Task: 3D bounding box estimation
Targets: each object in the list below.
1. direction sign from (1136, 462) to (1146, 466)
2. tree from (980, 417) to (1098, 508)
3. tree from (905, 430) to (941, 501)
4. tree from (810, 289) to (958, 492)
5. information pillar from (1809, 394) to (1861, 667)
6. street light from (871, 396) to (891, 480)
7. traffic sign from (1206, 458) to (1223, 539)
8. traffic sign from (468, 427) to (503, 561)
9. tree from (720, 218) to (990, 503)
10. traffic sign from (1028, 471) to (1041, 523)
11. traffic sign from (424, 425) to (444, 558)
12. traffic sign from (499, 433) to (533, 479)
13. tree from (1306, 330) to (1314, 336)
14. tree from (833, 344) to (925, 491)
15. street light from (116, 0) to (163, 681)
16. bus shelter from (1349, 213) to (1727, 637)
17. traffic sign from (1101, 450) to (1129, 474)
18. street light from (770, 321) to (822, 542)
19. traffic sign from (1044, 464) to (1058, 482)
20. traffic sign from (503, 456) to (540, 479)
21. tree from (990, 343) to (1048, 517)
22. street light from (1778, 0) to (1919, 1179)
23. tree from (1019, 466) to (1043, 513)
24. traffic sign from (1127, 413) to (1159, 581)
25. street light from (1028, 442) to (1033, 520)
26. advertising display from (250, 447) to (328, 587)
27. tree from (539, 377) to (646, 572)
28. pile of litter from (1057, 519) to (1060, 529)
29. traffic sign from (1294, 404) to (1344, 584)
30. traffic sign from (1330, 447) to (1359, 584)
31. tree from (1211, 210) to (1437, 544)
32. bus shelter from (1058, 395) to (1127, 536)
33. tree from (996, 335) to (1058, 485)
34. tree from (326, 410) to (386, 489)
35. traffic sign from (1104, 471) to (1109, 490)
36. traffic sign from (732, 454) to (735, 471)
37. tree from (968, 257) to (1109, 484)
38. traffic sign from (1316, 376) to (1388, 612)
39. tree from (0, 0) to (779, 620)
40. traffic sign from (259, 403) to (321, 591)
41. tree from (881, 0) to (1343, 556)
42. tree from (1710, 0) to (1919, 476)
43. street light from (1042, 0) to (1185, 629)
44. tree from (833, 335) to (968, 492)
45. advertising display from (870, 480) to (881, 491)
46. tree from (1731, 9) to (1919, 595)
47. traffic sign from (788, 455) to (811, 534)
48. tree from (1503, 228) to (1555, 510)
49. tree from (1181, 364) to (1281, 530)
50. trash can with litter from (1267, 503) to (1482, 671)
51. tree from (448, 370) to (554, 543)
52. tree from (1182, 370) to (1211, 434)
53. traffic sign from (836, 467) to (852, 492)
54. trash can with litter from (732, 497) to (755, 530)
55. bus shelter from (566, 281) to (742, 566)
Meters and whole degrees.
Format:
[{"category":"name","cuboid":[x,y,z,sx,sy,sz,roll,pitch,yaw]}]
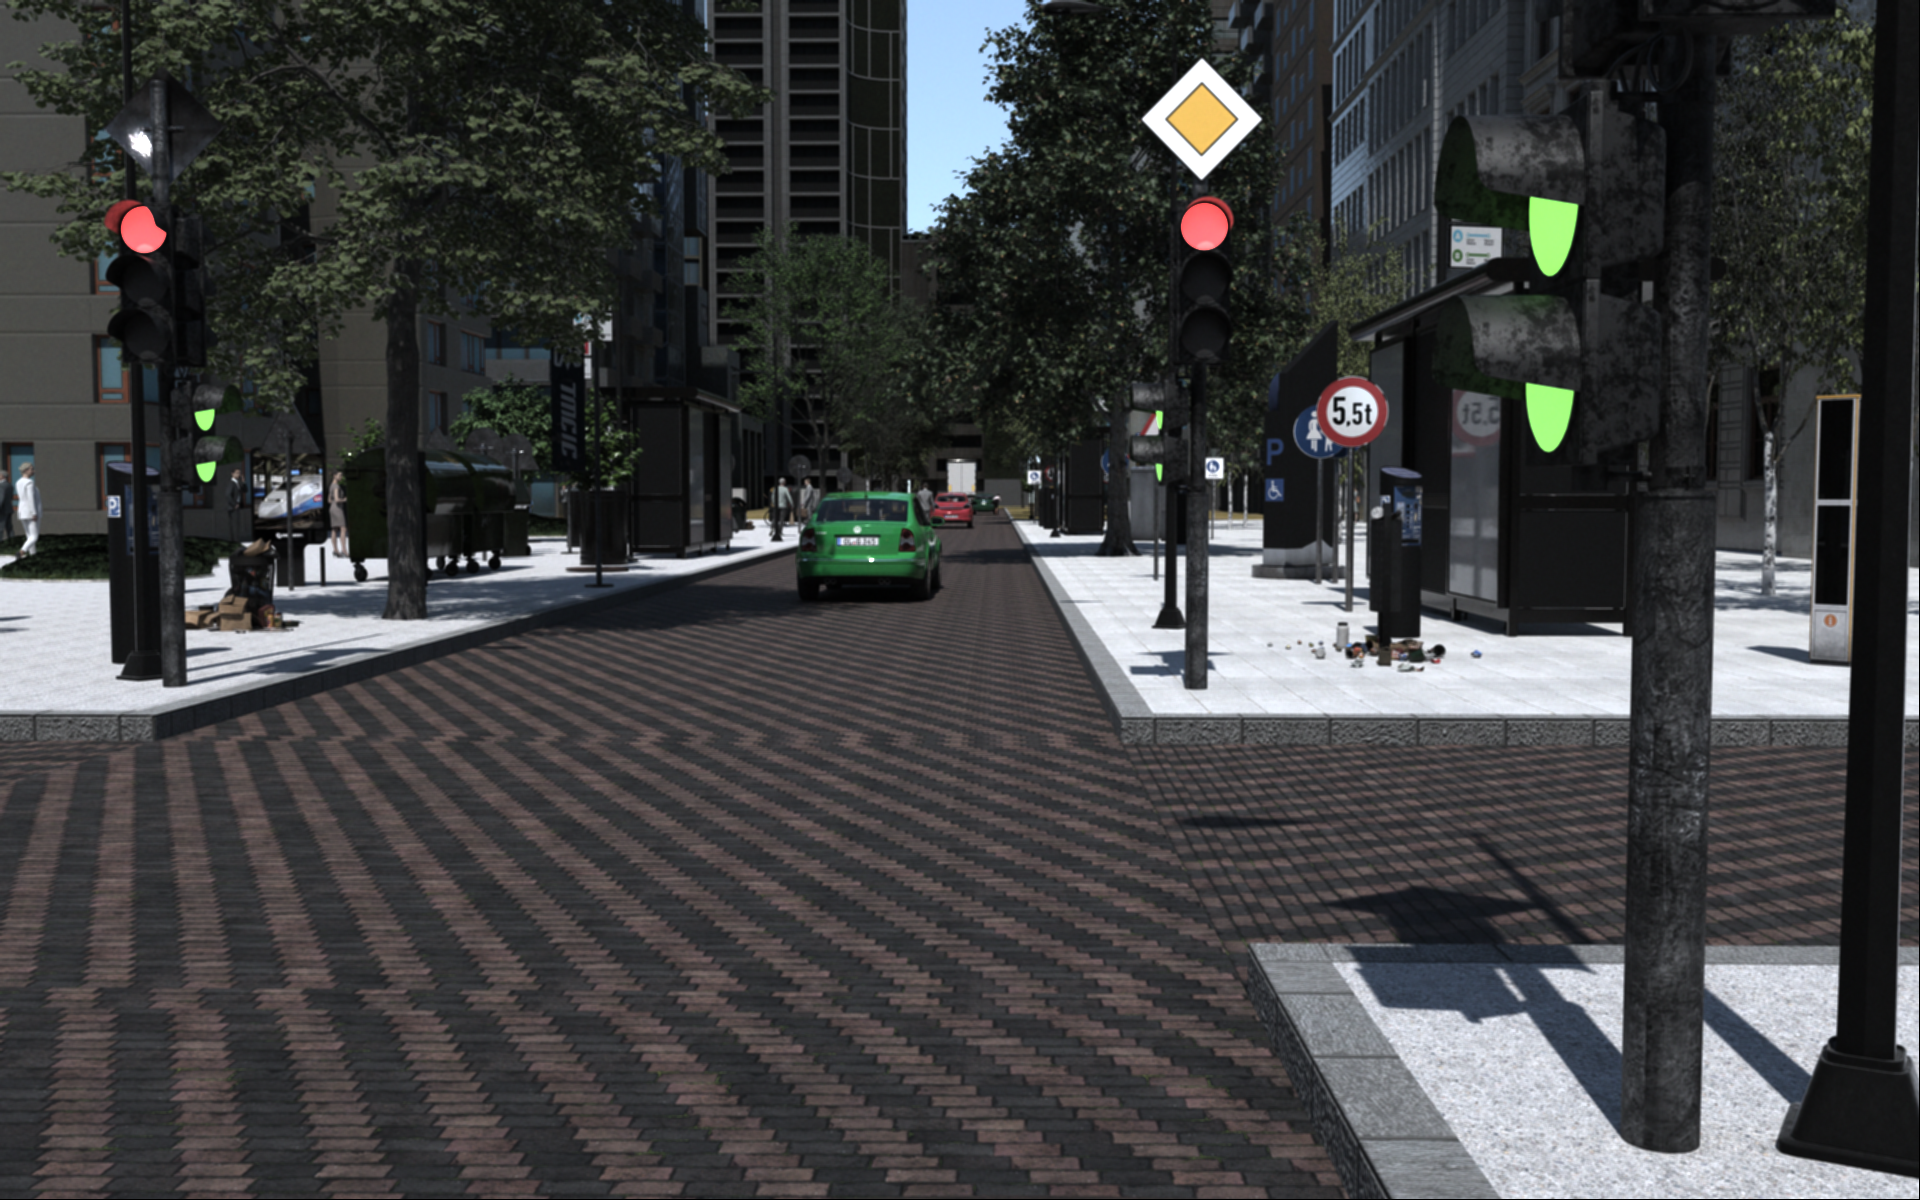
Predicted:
[{"category":"direction sign","cuboid":[6.928,-4.552,66.417,0.379,3.537,0.876,-1,4,-17]},{"category":"tree","cuboid":[5.626,-10.857,111.930,7.601,10.594,8.767,1,4,16]},{"category":"tree","cuboid":[-3.790,-12.383,152.823,4.737,8.622,4.395,0,3,0]},{"category":"tree","cuboid":[-4.575,-12.399,109.375,9.857,13.997,8.962,0,3,0]},{"category":"information pillar","cuboid":[6.607,-0.519,12.979,0.304,2.012,0.304,-3,5,-40]},{"category":"street light","cuboid":[-3.623,-6.669,81.578,1.470,5.913,1.316,0,4,1]},{"category":"traffic sign","cuboid":[7.135,-2.862,48.918,0.606,2.300,0.079,0,4,5]},{"category":"traffic sign","cuboid":[-9.102,-2.017,33.088,0.768,2.556,0.104,1,4,9]},{"category":"tree","cuboid":[-5.190,-8.532,65.258,9.928,11.665,9.643,0,3,0]},{"category":"traffic sign","cuboid":[3.239,-4.485,75.455,0.606,2.300,0.079,0,4,2]},{"category":"traffic sign","cuboid":[-9.877,-2.001,32.724,0.884,2.594,0.081,1,4,11]},{"category":"traffic sign","cuboid":[-9.339,-2.217,36.346,0.768,2.556,0.104,0,4,8]},{"category":"tree","cuboid":[14.570,-7.696,76.198,4.360,8.622,3.978,0,3,0]},{"category":"tree","cuboid":[-4.354,-8.292,85.941,4.360,8.622,3.978,0,3,0]},{"category":"street light","cuboid":[-5.130,-2.404,11.855,1.470,5.913,1.316,0,4,1]},{"category":"bus shelter","cuboid":[5.814,-2.570,19.655,2.179,5.291,8.768,0,4,1]},{"category":"traffic sign","cuboid":[4.328,-2.958,48.464,0.768,2.556,0.104,0,4,1]},{"category":"street light","cuboid":[-4.417,-4.535,46.687,1.470,5.913,1.316,0,4,1]},{"category":"traffic sign","cuboid":[4.007,-4.544,74.394,0.768,2.556,0.104,0,4,2]},{"category":"traffic sign","cuboid":[-9.702,-2.336,38.192,0.884,2.594,0.081,0,4,3]},{"category":"tree","cuboid":[4.379,-10.446,96.547,9.928,11.665,9.643,0,3,0]},{"category":"street light","cuboid":[1.240,-1.878,3.254,1.470,5.913,1.316,0,4,1]},{"category":"tree","cuboid":[4.946,-7.655,119.768,1.663,3.219,1.824,0,3,0]},{"category":"traffic sign","cuboid":[2.910,-1.568,25.634,0.884,2.594,0.081,0,4,6]},{"category":"street light","cuboid":[2.285,-4.816,51.277,1.470,5.913,1.316,0,4,1]},{"category":"advertising display","cuboid":[-9.267,-1.145,23.936,0.974,1.923,0.123,-1,4,-12]},{"category":"tree","cuboid":[-6.141,-2.082,28.643,1.663,3.219,1.824,0,3,0]},{"category":"pile of litter","cuboid":[4.281,-3.096,64.584,1.719,0.858,1.176,-1,4,-13]},{"category":"traffic sign","cuboid":[5.114,-1.499,24.610,0.768,2.556,0.104,0,4,5]},{"category":"traffic sign","cuboid":[5.384,-1.509,24.779,0.768,2.556,0.104,0,4,2]},{"category":"tree","cuboid":[9.519,-5.736,44.154,4.737,8.622,4.395,0,3,0]},{"category":"bus shelter","cuboid":[4.188,-4.897,57.694,2.179,5.291,8.768,0,4,1]},{"category":"tree","cuboid":[3.723,-7.372,70.895,4.737,8.622,4.395,0,3,0]},{"category":"tree","cuboid":[-13.527,-2.776,39.987,1.663,3.219,1.824,0,3,0]},{"category":"traffic sign","cuboid":[7.386,-5.290,86.602,0.768,2.556,0.104,0,4,2]},{"category":"traffic sign","cuboid":[-6.709,-2.977,48.788,0.768,2.556,0.104,1,4,9]},{"category":"tree","cuboid":[3.717,-9.948,80.784,7.486,12.596,7.792,0,3,0]},{"category":"traffic sign","cuboid":[4.243,-1.144,18.816,0.768,2.556,0.104,0,4,6]},{"category":"tree","cuboid":[-5.279,-6.078,17.502,7.486,12.596,7.792,0,3,0]},{"category":"traffic sign","cuboid":[-8.872,-1.401,22.910,0.884,2.594,0.081,1,4,10]},{"category":"tree","cuboid":[3.177,-7.263,35.759,9.611,12.733,9.660,0,3,0]},{"category":"tree","cuboid":[13.980,-4.682,26.915,4.737,8.622,4.395,0,3,0]},{"category":"street light","cuboid":[1.477,-2.685,16.449,1.470,5.913,1.316,0,4,1]},{"category":"tree","cuboid":[-4.442,-13.187,125.974,12.009,13.543,11.850,0,3,0]},{"category":"advertising display","cuboid":[-3.790,-4.452,78.006,0.123,1.923,0.974,1,4,19]},{"category":"tree","cuboid":[10.250,-4.354,21.547,4.360,8.622,3.978,0,3,0]},{"category":"traffic sign","cuboid":[-5.208,-3.428,56.160,0.768,2.556,0.104,1,4,11]},{"category":"tree","cuboid":[12.969,-5.302,37.047,4.360,8.622,3.978,0,3,0]},{"category":"tree","cuboid":[9.763,-6.827,61.989,4.360,8.622,3.978,0,3,0]},{"category":"trash can with litter","cuboid":[3.244,-0.155,13.586,1.678,1.210,2.233,1,4,12]},{"category":"tree","cuboid":[-11.919,-3.815,46.082,4.285,4.588,4.351,0,3,0]},{"category":"tree","cuboid":[11.017,-7.196,68.021,4.737,8.622,4.395,0,3,0]},{"category":"traffic sign","cuboid":[-5.429,-4.964,81.267,0.768,2.556,0.104,0,4,2]},{"category":"trash can with litter","cuboid":[-7.797,-3.082,61.775,0.624,1.170,1.055,2,4,27]},{"category":"bus shelter","cuboid":[-6.150,-3.526,35.278,2.179,5.291,8.768,0,4,1]}]
